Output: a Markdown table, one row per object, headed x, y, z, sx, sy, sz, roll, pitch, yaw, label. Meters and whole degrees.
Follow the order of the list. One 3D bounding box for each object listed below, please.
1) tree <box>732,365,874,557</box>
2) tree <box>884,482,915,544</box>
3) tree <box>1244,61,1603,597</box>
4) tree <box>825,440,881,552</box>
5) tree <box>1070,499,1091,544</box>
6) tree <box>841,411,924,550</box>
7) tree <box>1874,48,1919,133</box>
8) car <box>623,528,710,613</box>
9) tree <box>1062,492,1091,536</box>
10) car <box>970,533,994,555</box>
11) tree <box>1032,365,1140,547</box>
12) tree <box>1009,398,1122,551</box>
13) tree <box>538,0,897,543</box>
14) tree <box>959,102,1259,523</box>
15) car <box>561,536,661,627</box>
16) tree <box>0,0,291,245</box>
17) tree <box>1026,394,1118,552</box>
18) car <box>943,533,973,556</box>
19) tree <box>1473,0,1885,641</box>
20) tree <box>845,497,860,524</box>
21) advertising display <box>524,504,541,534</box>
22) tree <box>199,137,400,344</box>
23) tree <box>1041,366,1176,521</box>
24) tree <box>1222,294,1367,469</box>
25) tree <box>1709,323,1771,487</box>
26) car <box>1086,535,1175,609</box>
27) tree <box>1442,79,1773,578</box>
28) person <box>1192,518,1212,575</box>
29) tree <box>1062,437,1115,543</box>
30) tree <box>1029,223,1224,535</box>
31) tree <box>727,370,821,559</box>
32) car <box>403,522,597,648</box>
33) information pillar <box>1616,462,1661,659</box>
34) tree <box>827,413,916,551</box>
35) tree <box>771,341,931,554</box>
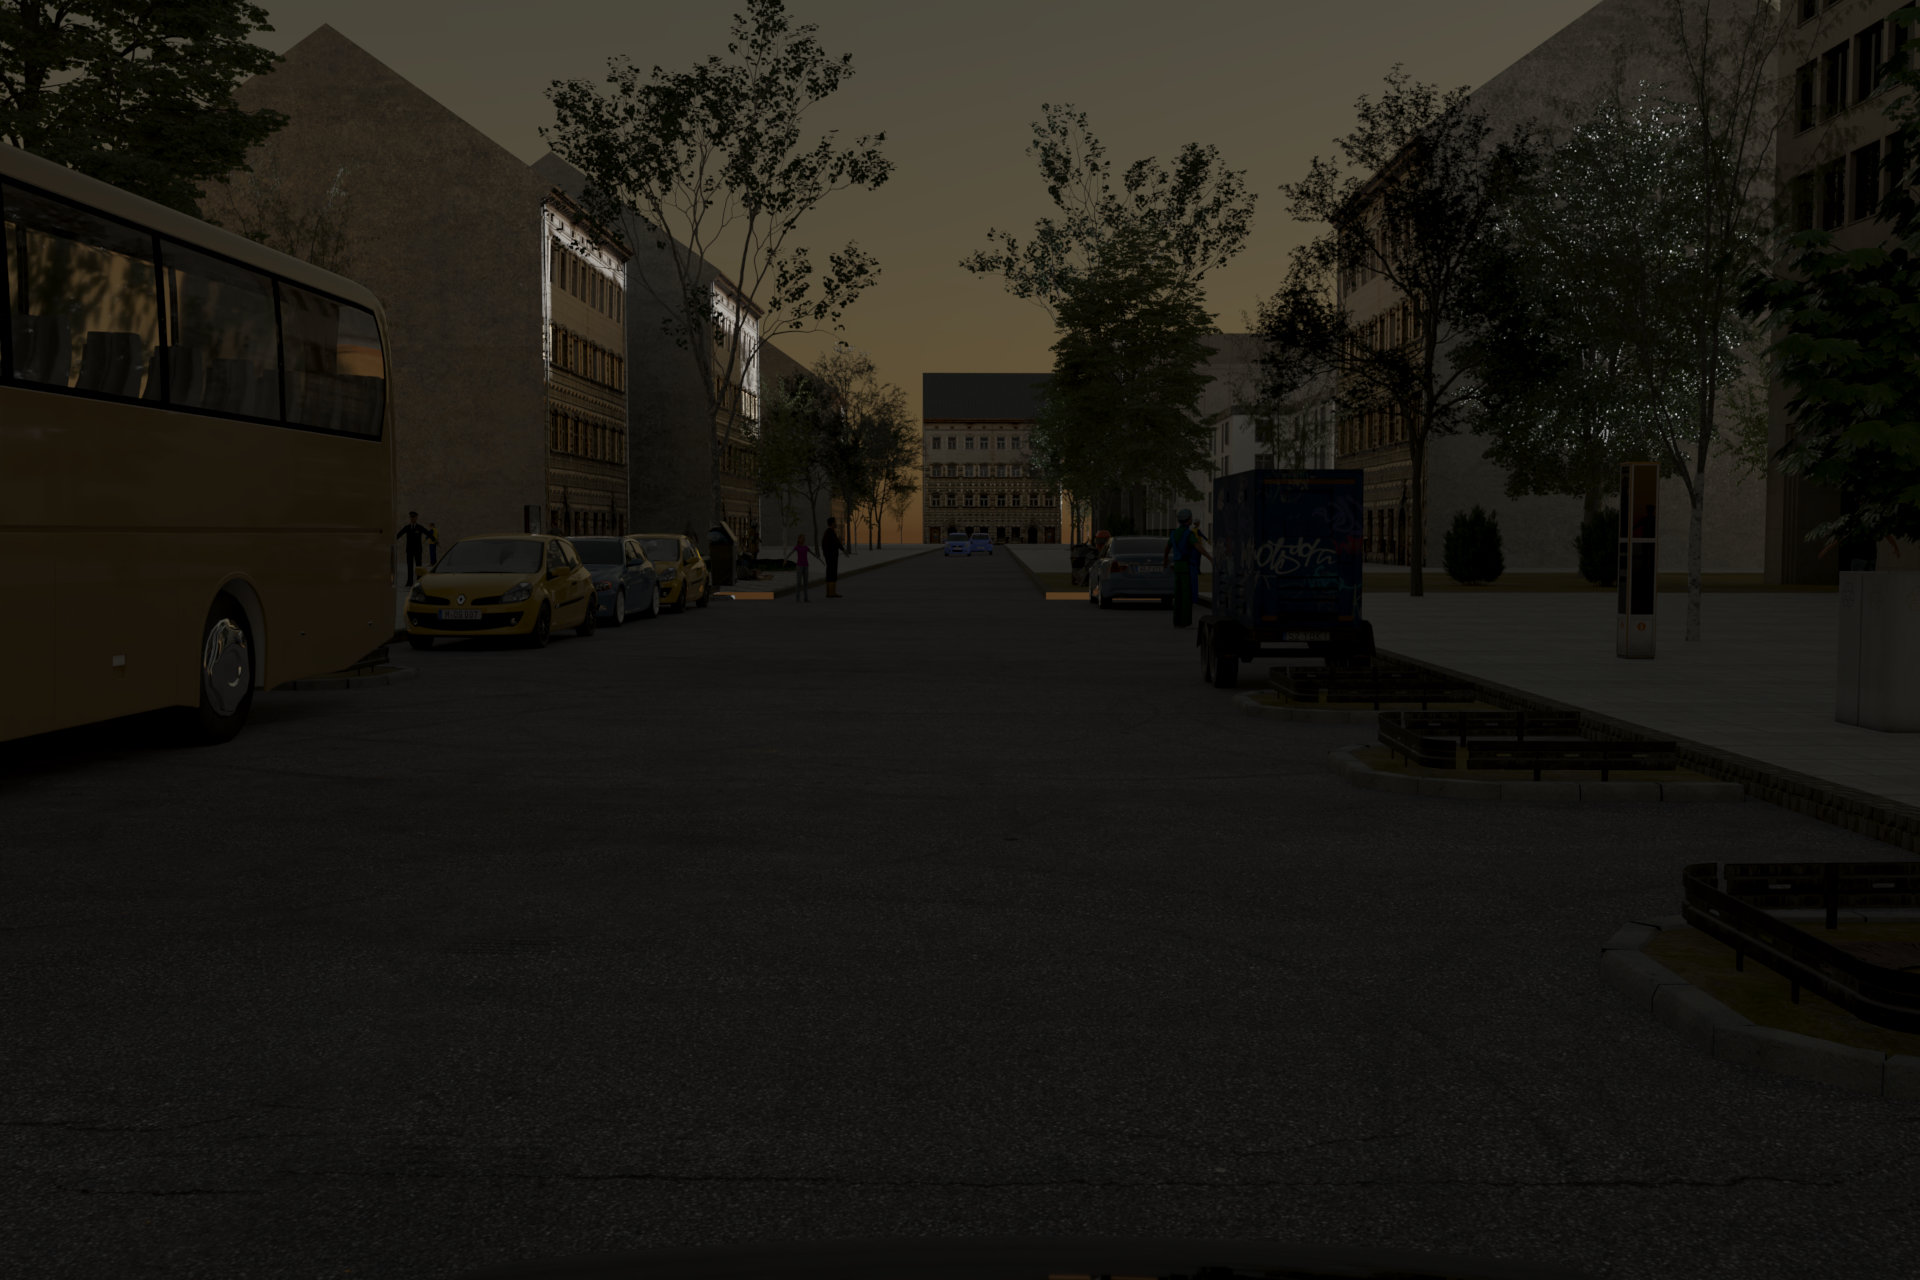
| x | y | z | sx | sy | sz | roll | pitch | yaw | label |
| --- | --- | --- | --- | --- | --- | --- | --- | --- | --- |
| -8.147 | -9.860 | 95.628 | 7.601 | 10.594 | 8.767 | 2 | 4 | 31 | tree |
| -7.625 | -17.245 | 232.320 | 4.360 | 8.622 | 3.978 | 0 | 3 | 0 | tree |
| 9.093 | -6.166 | 35.220 | 7.601 | 10.594 | 8.767 | -2 | 4 | -27 | tree |
| -7.273 | -10.392 | 120.267 | 4.737 | 8.622 | 4.395 | 0 | 3 | 0 | tree |
| 17.082 | -17.371 | 234.372 | 4.737 | 8.622 | 4.395 | 0 | 3 | 0 | tree |
| -6.801 | -13.336 | 143.801 | 9.928 | 11.665 | 9.643 | 0 | 3 | 0 | tree |
| 9.469 | -5.279 | 12.072 | 9.928 | 11.665 | 9.643 | 0 | 3 | 0 | tree |
| -5.810 | -1.364 | 32.517 | 2.015 | 1.641 | 3.980 | 0 | 4 | 1 | car |
| 16.215 | -17.047 | 229.077 | 4.360 | 8.622 | 3.978 | 0 | 3 | 0 | tree |
| 1.401 | -6.707 | 119.256 | 1.945 | 1.707 | 3.694 | 0 | 4 | 0 | car |
| 8.024 | -10.958 | 104.916 | 9.928 | 11.665 | 9.643 | 0 | 3 | 0 | tree |
| 8.802 | -13.707 | 134.476 | 12.009 | 13.543 | 11.850 | 0 | 3 | 0 | tree |
| -8.134 | -12.389 | 58.449 | 12.611 | 20.169 | 13.585 | 0 | 3 | 0 | tree |
| 6.023 | -13.585 | 78.010 | 12.611 | 20.169 | 13.585 | 0 | 3 | 0 | tree |
| -6.061 | -0.995 | 28.266 | 2.014 | 1.417 | 4.499 | 0 | 4 | 1 | car |
| -12.471 | -6.416 | 23.028 | 7.486 | 12.596 | 7.792 | 0 | 3 | 0 | tree |
| 8.352 | -12.077 | 123.208 | 9.928 | 11.665 | 9.643 | 0 | 3 | 0 | tree |
| -0.134 | -6.258 | 111.908 | 1.945 | 1.707 | 3.694 | 0 | 4 | 1 | car |
| 8.909 | -4.278 | 20.308 | 4.360 | 8.622 | 3.978 | 0 | 3 | 0 | tree |
| -16.570 | -19.220 | 232.373 | 7.486 | 12.596 | 7.792 | 0 | 3 | 0 | tree |
| -9.378 | -2.008 | 38.050 | 0.123 | 1.923 | 0.974 | 0 | 4 | 1 | advertising display |
| -12.019 | -4.985 | 31.866 | 4.360 | 8.622 | 3.978 | 0 | 3 | 0 | tree |
| 8.133 | -9.673 | 92.564 | 8.767 | 10.594 | 7.601 | 2 | 4 | 32 | tree |
| 9.723 | -6.321 | 53.707 | 4.360 | 8.622 | 3.978 | 0 | 3 | 0 | tree |
| 26.758 | -6.508 | 56.768 | 4.737 | 8.622 | 4.395 | 0 | 3 | 0 | tree |
| 3.537 | -1.369 | 34.382 | 2.014 | 1.417 | 4.499 | 0 | 4 | 0 | car |
| 18.476 | -8.799 | 50.523 | 9.857 | 13.997 | 8.962 | 0 | 3 | 0 | tree |
| 7.492 | -2.923 | 54.261 | 0.721 | 1.772 | 1.216 | -2 | 4 | -26 | person |
| 8.297 | -10.056 | 114.770 | 4.737 | 8.622 | 4.395 | 0 | 3 | 0 | tree |
| 6.244 | -8.921 | 63.983 | 7.486 | 12.596 | 7.792 | 0 | 3 | 0 | tree |
| -7.991 | -7.751 | 77.093 | 4.737 | 8.622 | 4.395 | 0 | 3 | 0 | tree |
| -6.026 | -0.777 | 22.935 | 2.015 | 1.641 | 3.980 | 0 | 4 | 1 | car |
| 6.975 | -0.815 | 17.822 | 0.304 | 2.012 | 0.304 | 0 | 4 | 1 | information pillar |
| -7.189 | -12.236 | 134.467 | 8.767 | 10.594 | 7.601 | 3 | 4 | 38 | tree |
| -7.089 | -12.203 | 109.889 | 12.009 | 13.543 | 11.850 | 0 | 3 | 0 | tree |
